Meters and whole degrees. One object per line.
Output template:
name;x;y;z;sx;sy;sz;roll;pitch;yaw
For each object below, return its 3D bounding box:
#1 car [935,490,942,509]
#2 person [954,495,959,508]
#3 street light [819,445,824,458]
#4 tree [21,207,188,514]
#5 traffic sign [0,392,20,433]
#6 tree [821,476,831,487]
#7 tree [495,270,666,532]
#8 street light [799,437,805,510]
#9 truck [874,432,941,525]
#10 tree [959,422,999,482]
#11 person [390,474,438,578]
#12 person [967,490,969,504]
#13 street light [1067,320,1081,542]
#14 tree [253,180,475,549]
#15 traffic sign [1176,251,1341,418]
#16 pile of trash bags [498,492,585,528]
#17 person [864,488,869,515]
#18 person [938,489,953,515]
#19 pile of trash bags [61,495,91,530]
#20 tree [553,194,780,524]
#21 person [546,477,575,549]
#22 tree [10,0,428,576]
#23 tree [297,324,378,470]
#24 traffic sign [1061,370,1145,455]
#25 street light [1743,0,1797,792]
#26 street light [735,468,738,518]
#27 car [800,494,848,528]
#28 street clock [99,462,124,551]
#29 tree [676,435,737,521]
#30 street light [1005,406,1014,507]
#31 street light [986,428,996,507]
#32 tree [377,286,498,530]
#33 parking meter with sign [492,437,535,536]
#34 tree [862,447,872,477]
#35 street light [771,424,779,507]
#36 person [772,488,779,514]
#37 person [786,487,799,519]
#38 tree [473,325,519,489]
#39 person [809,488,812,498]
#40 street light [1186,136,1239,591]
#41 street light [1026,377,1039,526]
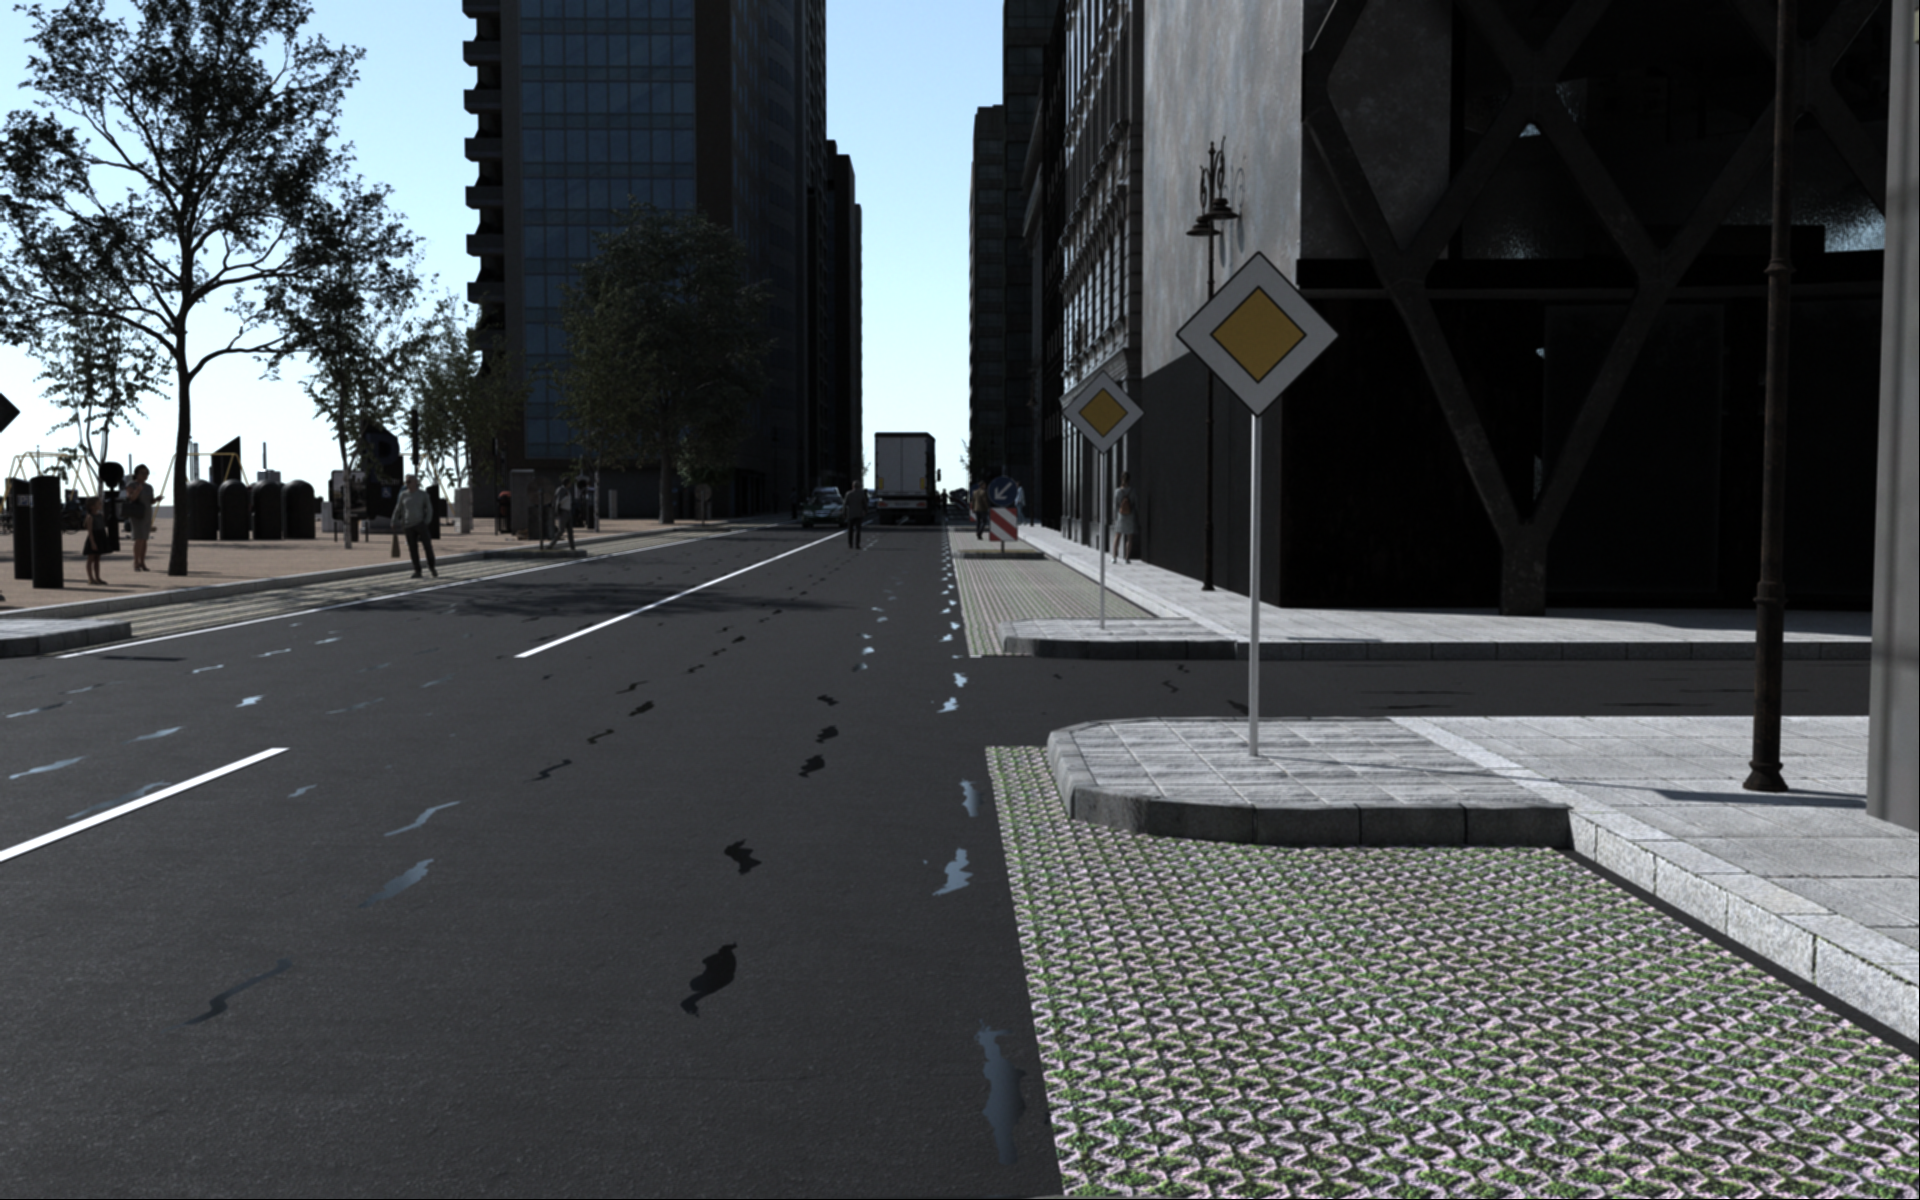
car;-2.779;-9.556;164.916;2.281;1.827;5.304;0;4;1
person;-0.223;-10.309;177.132;0.705;1.814;1.350;-3;5;-44
street light;-12.750;-11.449;159.986;0.468;5.910;1.993;0;4;-1
tree;-22.398;-5.795;45.107;4.360;8.622;3.978;0;3;0
traffic sign;-9.224;-0.862;16.282;0.795;2.593;0.064;0;4;-1
tree;-12.832;-10.591;167.757;1.663;3.219;1.824;0;3;0
tree;-12.101;-6.583;57.992;4.737;8.622;4.395;0;3;0
street light;-12.578;-10.065;137.348;0.468;5.910;1.993;0;4;-1
truck;-2.511;-5.818;84.039;2.839;4.237;11.283;0;4;1
tree;2.132;-13.779;175.641;4.737;8.622;4.395;0;3;0
person;-9.372;-1.260;29.585;0.782;1.767;0.515;0;3;0
person;0.985;-13.998;234.852;0.705;1.831;1.348;0;4;2
street light;3.125;-4.480;46.028;0.468;5.910;1.993;0;4;-1
tree;-14.139;-5.510;40.457;4.360;8.622;3.978;0;3;0
traffic sign;1.455;-0.379;8.389;0.795;2.593;0.064;0;4;-1
pile of trash bags;-16.122;-3.485;66.730;3.447;1.369;1.912;0;4;8
person;-6.452;-6.774;119.277;0.705;1.821;1.348;0;4;5
person;-1.076;-6.904;121.476;1.348;1.812;0.705;-3;5;-39
pile of trash bags;-31.962;-3.132;60.958;1.912;1.369;3.447;1;4;8
tree;-12.675;-10.300;75.056;9.857;13.997;8.962;0;3;0
person;-9.364;-1.975;40.892;0.850;1.850;0.679;0;4;3
tree;-12.001;-5.668;27.081;7.601;10.594;8.767;-2;4;-27
tree;-25.950;-7.555;73.888;4.737;8.622;4.395;0;3;0
traffic sign;1.370;-0.868;16.374;0.795;2.593;0.064;0;4;-1
street light;3.502;-2.114;7.353;0.468;5.910;1.993;0;4;-1
street light;-12.052;-7.356;93.066;0.468;5.910;1.993;0;4;-1
car;-5.788;-3.854;74.814;2.131;1.459;4.920;0;4;0
street clock;-19.037;-2.100;38.905;0.471;2.002;0.358;0;4;4
tree;-12.298;-6.143;84.160;4.285;4.588;4.351;0;3;0
street light;2.610;-7.240;91.156;0.468;5.910;1.993;0;4;-1
street light;2.273;-9.118;121.867;0.468;5.910;1.993;0;4;-1
tree;-17.369;-6.832;62.061;4.737;8.622;4.395;0;3;0
parking meter with sign;-13.508;-3.503;53.539;1.738;3.016;0.543;0;4;-7
tree;-14.798;-18.308;249.699;4.360;8.622;3.978;0;3;0
street light;-12.257;-8.711;115.207;0.468;5.910;1.993;0;4;-1
person;-12.125;-6.542;113.916;0.541;1.710;0.530;-3;4;-38
person;-9.465;-5.509;98.557;0.705;1.826;1.348;2;4;26
tree;-21.253;-7.575;74.212;4.360;8.622;3.978;0;3;0
person;-10.679;-7.082;124.232;0.705;1.831;1.348;-2;4;-34
street light;3.305;-3.063;22.872;0.468;5.910;1.993;0;4;-1
street light;2.859;-5.861;68.620;0.468;5.910;1.993;0;4;-1
